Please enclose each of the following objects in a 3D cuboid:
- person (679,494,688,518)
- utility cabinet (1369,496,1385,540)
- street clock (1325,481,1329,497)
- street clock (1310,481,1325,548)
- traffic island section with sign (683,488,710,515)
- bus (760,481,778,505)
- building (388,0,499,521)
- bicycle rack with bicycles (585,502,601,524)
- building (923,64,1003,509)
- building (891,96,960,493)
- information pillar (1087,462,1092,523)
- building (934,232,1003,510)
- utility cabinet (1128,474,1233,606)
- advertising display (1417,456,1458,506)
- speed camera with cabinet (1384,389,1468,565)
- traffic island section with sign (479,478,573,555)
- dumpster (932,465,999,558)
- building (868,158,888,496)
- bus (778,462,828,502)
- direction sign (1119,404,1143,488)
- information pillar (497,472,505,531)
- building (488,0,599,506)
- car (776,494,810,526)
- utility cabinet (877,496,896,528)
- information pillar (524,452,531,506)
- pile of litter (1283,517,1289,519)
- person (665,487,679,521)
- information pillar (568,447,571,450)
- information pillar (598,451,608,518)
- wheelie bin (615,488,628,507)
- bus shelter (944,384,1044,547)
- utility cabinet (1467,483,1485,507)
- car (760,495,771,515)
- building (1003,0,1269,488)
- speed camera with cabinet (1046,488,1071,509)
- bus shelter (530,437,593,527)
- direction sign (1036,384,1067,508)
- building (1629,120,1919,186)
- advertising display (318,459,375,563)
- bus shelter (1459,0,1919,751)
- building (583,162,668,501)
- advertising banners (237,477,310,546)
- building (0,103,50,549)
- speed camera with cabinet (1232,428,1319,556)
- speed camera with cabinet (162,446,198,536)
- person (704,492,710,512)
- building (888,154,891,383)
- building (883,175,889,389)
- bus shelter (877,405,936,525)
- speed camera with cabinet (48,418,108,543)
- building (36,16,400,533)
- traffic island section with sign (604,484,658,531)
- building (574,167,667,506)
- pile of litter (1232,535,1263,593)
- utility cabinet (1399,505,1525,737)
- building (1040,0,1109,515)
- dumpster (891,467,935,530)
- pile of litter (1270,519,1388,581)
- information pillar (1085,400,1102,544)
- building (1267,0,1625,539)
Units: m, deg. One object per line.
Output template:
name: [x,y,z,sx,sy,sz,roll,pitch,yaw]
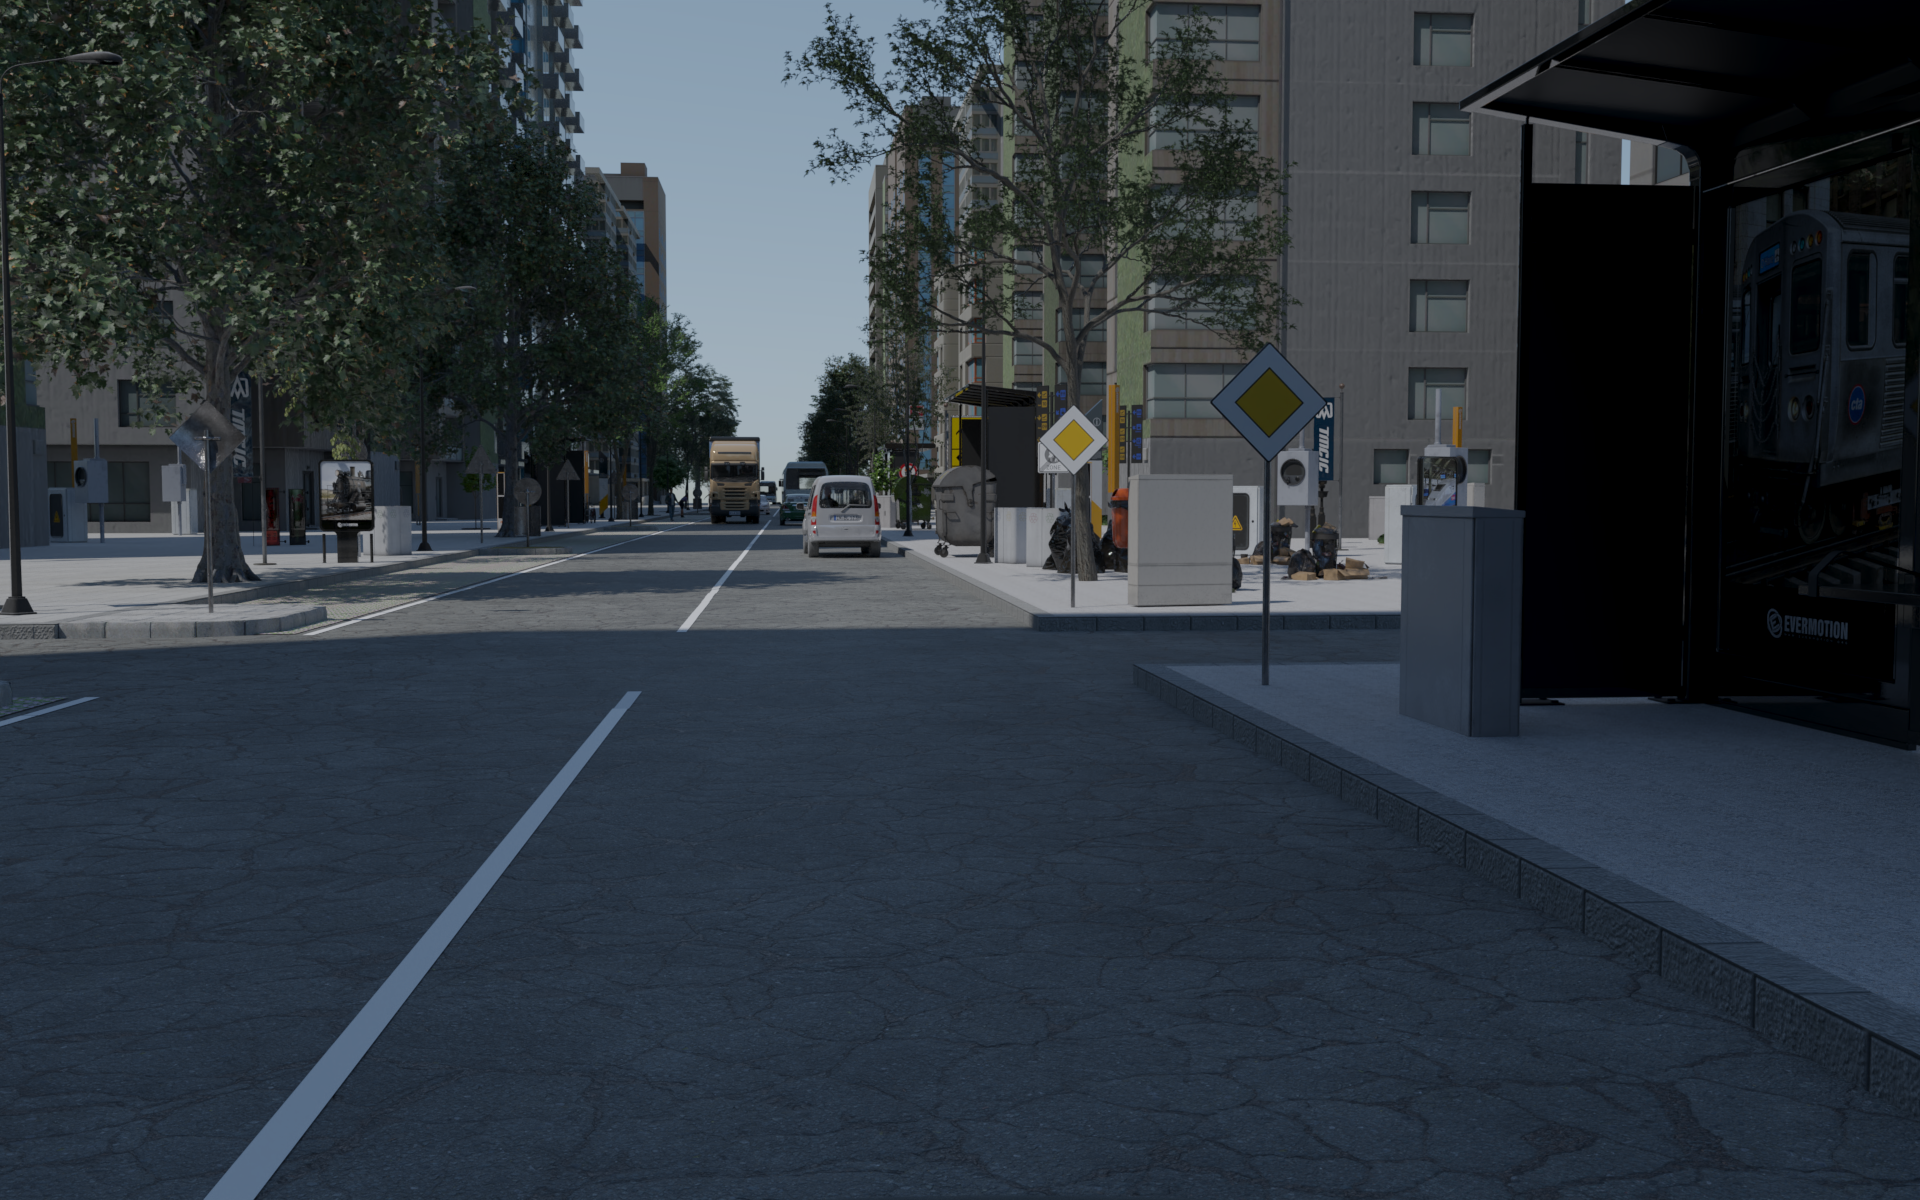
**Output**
person: [-16.784,-5.714,105.161,0.421,1.427,0.697,2,4,34]
utility cabinet: [11.933,-2.273,48.324,1.020,1.237,0.306,1,4,14]
street clock: [9.377,-2.467,44.899,0.358,2.002,0.471,0,4,5]
street clock: [8.361,-2.232,41.057,0.358,2.002,0.471,0,4,4]
traffic island section with sign: [-17.731,-6.654,117.423,1.989,1.847,2.006,0,4,-6]
bus: [-26.521,-14.898,238.435,2.948,3.499,13.247,0,4,-5]
building: [-30.774,-24.437,83.144,14.154,41.232,14.086,0,4,-6]
bicycle rack with bicycles: [-17.035,-3.860,76.499,2.852,0.926,2.925,0,4,3]
building: [12.731,-28.151,152.155,32.217,40.220,23.993,0,4,-6]
building: [0.190,-33.405,196.282,14.600,45.320,14.200,0,4,-6]
information pillar: [2.852,-2.158,39.771,0.304,2.012,0.304,0,4,-5]
building: [13.089,-17.188,126.064,27.650,21.520,28.899,0,4,-6]
utility cabinet: [2.521,-0.683,19.850,1.173,1.500,0.318,-1,4,-17]
advertising display: [8.132,-1.487,29.529,0.974,1.923,0.123,-3,4,-38]
speed camera with cabinet: [8.635,-2.304,32.000,0.660,3.252,2.038,3,5,45]
traffic island section with sign: [-10.311,-1.997,41.279,1.989,1.847,2.006,0,4,-6]
dumpster: [0.120,-1.823,35.569,1.264,1.857,1.865,0,4,-5]
building: [-1.652,-37.874,242.935,21.300,48.544,21.600,0,4,-6]
bus: [-9.479,-6.734,104.962,2.948,3.499,13.247,0,4,-6]
direction sign: [4.295,-3.187,44.113,0.876,3.537,0.379,3,5,45]
information pillar: [-15.410,-3.300,58.441,0.304,2.012,0.304,1,4,14]
building: [-41.674,-31.596,136.200,23.786,49.044,30.456,0,4,-6]
car: [-7.463,-4.198,80.441,2.131,1.459,4.920,0,4,-6]
utility cabinet: [-2.858,-3.358,66.069,0.306,1.237,1.020,-3,4,-37]
information pillar: [-23.205,-6.223,93.095,0.504,3.616,0.183,1,4,21]
pile of litter: [5.765,-1.076,31.559,1.176,0.858,1.719,-3,4,-38]
person: [-15.074,-4.993,90.483,0.721,1.781,0.623,3,4,36]
information pillar: [-18.681,-5.559,82.252,0.504,3.616,0.183,-1,4,-17]
information pillar: [-18.853,-6.124,91.482,0.504,3.616,0.183,-2,4,-35]
wheelie bin: [-18.034,-5.194,92.824,0.980,1.594,0.693,0,4,8]
bus shelter: [0.754,-2.982,40.044,1.731,3.624,6.357,0,4,-5]
utility cabinet: [10.181,-1.580,34.515,0.318,1.500,1.173,2,4,26]
car: [-14.213,-6.644,120.995,2.083,1.381,4.827,0,4,-6]
building: [9.344,-25.670,103.303,14.154,41.232,14.086,0,4,-6]
speed camera with cabinet: [2.498,-3.322,48.657,2.038,3.252,0.660,-1,4,-22]
bus shelter: [-16.211,-4.858,70.709,1.731,3.624,6.357,0,4,-5]
direction sign: [1.906,-2.695,36.055,0.379,3.537,0.876,-3,5,-42]
building: [30.215,-36.725,38.711,20.611,71.187,20.563,0,4,-6]
advertising display: [-11.403,-1.652,32.219,0.974,1.923,0.123,-1,4,-8]
bus shelter: [4.141,-0.992,7.503,1.731,3.624,6.357,0,4,-6]
building: [-47.617,-35.921,237.420,14.600,45.320,14.200,0,4,-6]
advertising banners: [-17.028,-2.850,42.793,0.090,3.025,2.074,2,4,34]
building: [-28.960,-21.451,34.326,14.154,41.232,14.086,0,4,-6]
speed camera with cabinet: [6.300,-2.524,35.601,2.038,3.252,0.660,2,4,34]
speed camera with cabinet: [-24.441,-3.663,54.229,0.660,3.252,2.038,-1,4,-11]
person: [-20.017,-7.952,139.224,1.217,1.735,0.721,-1,4,-21]
building: [-1.385,-34.267,210.369,14.600,45.320,14.200,0,4,-6]
building: [-3.050,-33.111,224.956,14.154,41.232,14.086,0,4,-6]
bus shelter: [-2.423,-5.977,75.353,2.179,5.291,8.768,0,4,-6]
speed camera with cabinet: [-23.218,-3.132,45.540,2.038,3.252,0.660,2,4,35]
building: [-28.908,-17.724,61.494,14.160,30.474,14.107,0,4,-6]
traffic island section with sign: [-12.925,-3.638,68.108,1.989,1.847,2.006,0,4,-6]
building: [-53.547,-32.169,217.849,32.217,40.220,23.993,0,4,-6]
pile of litter: [3.184,-0.548,22.925,1.176,0.858,1.719,2,4,32]
utility cabinet: [2.772,0.095,9.617,0.306,1.237,1.020,0,4,-7]
building: [10.974,-19.391,88.744,14.160,30.474,14.107,0,4,-6]
dumpster: [-1.709,-3.702,63.025,1.502,2.255,1.985,0,4,-5]
pile of litter: [5.658,-0.744,26.136,1.719,0.858,1.176,0,4,0]
information pillar: [3.303,-3.155,42.944,0.504,3.616,0.183,-1,4,-19]
building: [11.747,-22.763,55.778,14.154,41.232,14.086,0,4,-6]
